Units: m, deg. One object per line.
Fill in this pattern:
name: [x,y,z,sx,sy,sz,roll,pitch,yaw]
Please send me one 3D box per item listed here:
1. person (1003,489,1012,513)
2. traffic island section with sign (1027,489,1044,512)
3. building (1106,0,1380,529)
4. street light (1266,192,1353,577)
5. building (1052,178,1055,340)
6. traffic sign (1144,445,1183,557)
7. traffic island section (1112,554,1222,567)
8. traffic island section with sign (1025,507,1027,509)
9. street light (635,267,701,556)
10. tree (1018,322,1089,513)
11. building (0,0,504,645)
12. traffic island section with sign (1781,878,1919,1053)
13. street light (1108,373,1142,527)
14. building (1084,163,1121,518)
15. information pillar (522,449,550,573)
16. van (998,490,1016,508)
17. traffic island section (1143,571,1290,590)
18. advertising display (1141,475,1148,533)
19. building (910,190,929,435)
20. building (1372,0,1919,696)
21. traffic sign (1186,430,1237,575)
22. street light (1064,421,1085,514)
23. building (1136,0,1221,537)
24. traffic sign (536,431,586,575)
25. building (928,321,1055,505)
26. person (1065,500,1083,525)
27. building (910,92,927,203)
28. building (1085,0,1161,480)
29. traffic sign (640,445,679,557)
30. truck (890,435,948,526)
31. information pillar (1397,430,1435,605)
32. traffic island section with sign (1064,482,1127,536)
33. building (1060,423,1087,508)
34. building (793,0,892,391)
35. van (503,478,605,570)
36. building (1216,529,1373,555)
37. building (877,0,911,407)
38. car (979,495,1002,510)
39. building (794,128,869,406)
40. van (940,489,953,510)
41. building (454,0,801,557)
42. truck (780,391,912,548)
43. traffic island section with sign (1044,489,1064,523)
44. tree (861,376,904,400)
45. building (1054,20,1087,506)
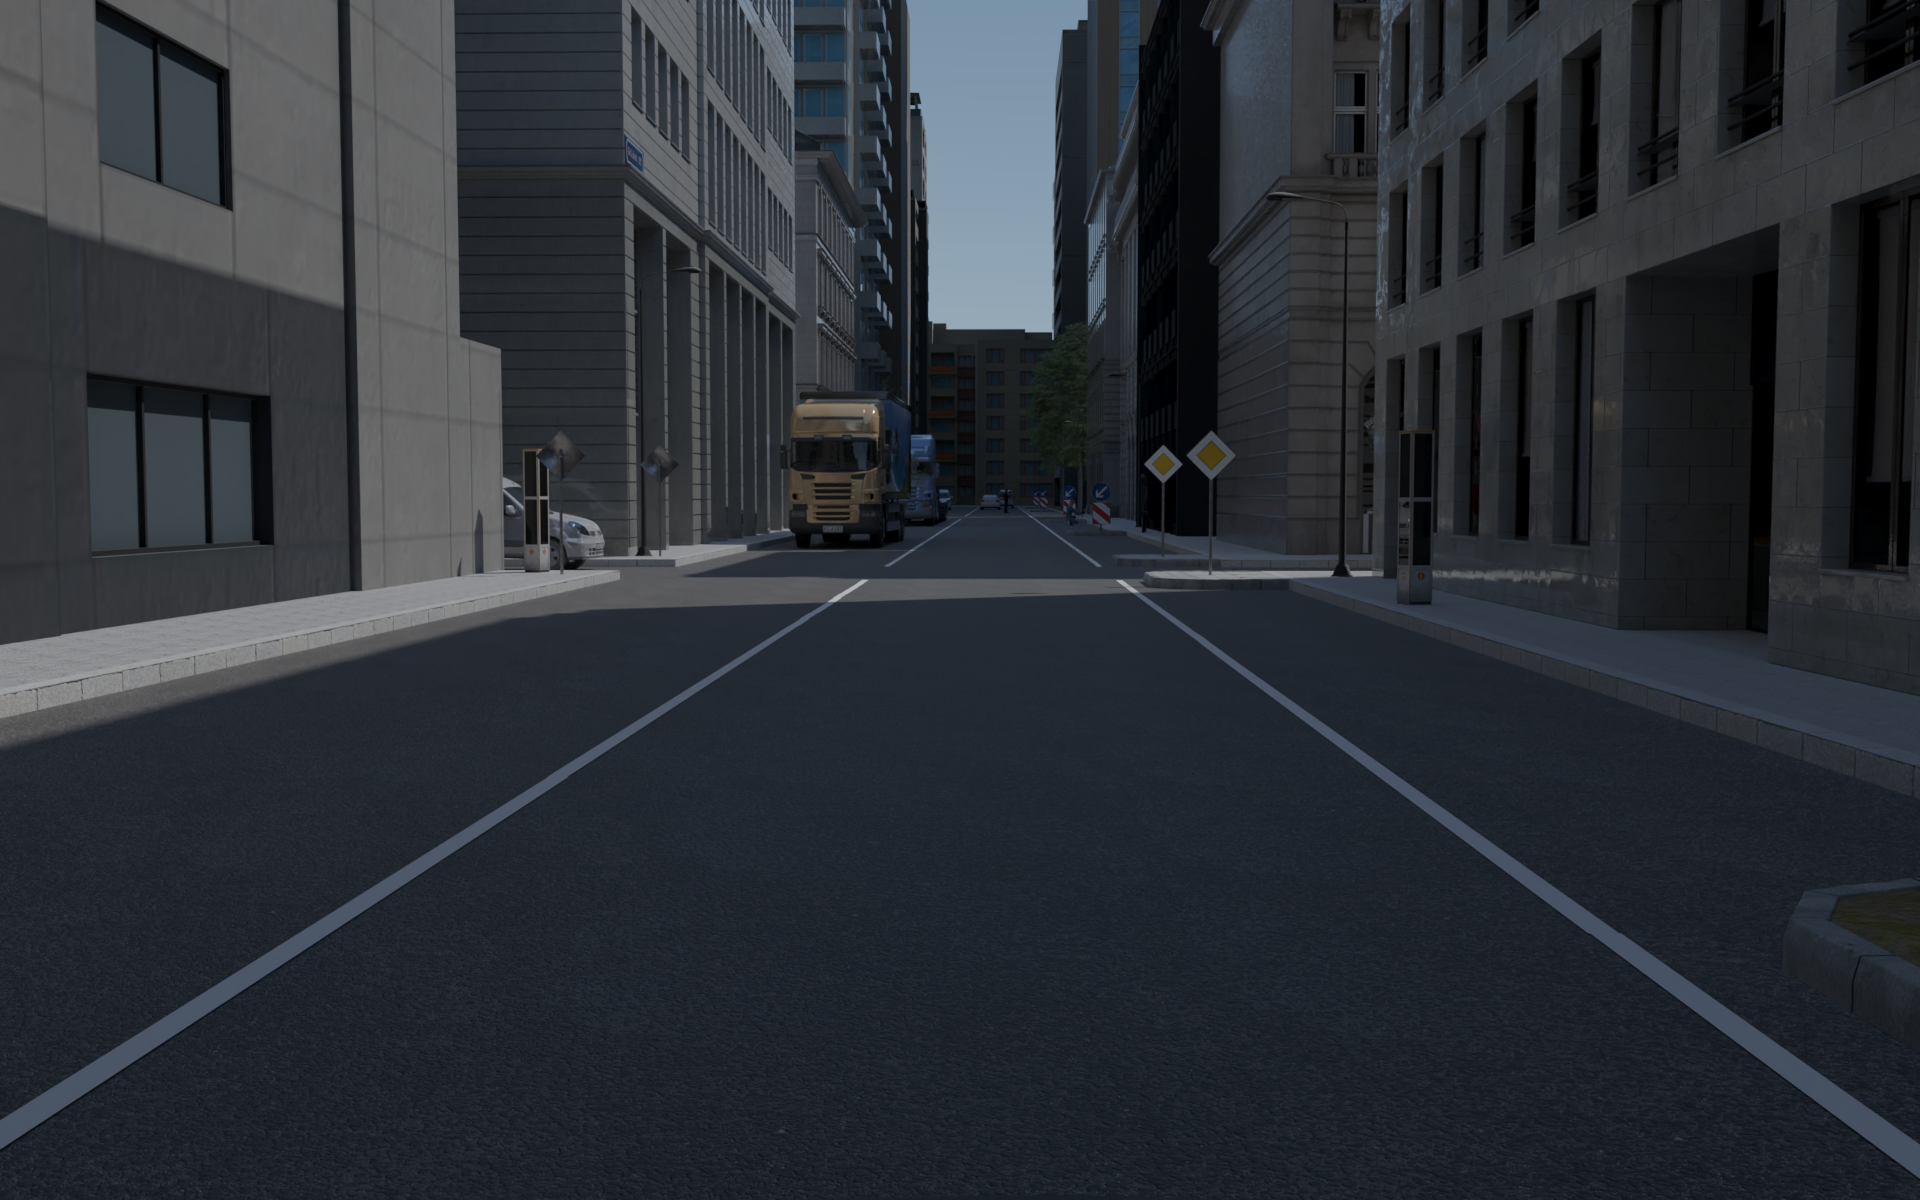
person: [3.543,-7.539,131.781,0.705,1.821,1.348,-2,4,-28]
traffic island section with sign: [6.523,-7.873,137.347,1.989,1.847,2.006,0,4,1]
building: [14.107,-14.573,80.076,13.314,21.916,24.055,0,4,1]
street light: [5.410,-3.320,26.823,1.470,5.913,1.316,0,4,1]
building: [17.930,-31.646,201.012,14.086,41.232,14.154,0,4,1]
traffic sign: [4.133,-1.934,35.266,0.795,2.450,0.064,0,4,1]
traffic island section: [4.156,-0.799,35.343,2.009,0.180,2.903,0,4,1]
traffic island section with sign: [7.153,-9.571,165.110,1.989,1.847,2.006,0,4,1]
street light: [-6.000,-3.858,35.624,1.470,5.913,1.316,0,4,1]
tree: [7.599,-12.041,114.995,7.486,12.596,7.792,0,3,0]
building: [-18.278,-35.416,17.302,20.611,71.187,20.563,0,4,1]
traffic island section with sign: [3.463,0.239,4.726,1.989,1.847,2.006,0,4,1]
street light: [6.384,-5.767,66.832,1.470,5.913,1.316,0,4,1]
building: [12.549,-15.420,101.267,9.793,20.994,18.267,0,4,1]
information pillar: [-6.941,-1.461,28.376,0.304,2.012,0.304,1,4,21]
van: [4.572,-10.185,173.531,2.013,2.044,4.112,0,4,1]
traffic island section: [3.972,-0.311,27.360,2.009,0.180,2.903,0,4,1]
advertising display: [6.120,-3.199,57.511,0.123,1.923,0.974,1,4,13]
building: [-10.232,-23.974,163.678,14.160,30.474,14.107,0,4,1]
building: [11.448,-9.984,17.991,10.420,20.320,16.860,0,4,1]
traffic sign: [3.948,-1.446,27.283,0.795,2.450,0.064,0,4,1]
street light: [7.295,-8.427,110.323,1.470,5.913,1.316,0,4,1]
building: [12.873,-14.045,59.311,12.332,23.373,15.834,0,4,1]
traffic sign: [-6.343,-1.462,27.540,0.795,2.450,0.064,0,4,1]
building: [-3.421,-22.198,207.981,28.899,21.520,27.650,0,4,1]
person: [5.170,-4.013,79.610,0.738,1.151,1.012,-1,4,-15]
building: [-10.467,-30.299,178.980,14.086,41.232,14.154,0,4,1]
building: [16.411,-29.055,125.155,14.600,45.320,14.200,0,4,1]
traffic sign: [-6.158,-1.950,35.523,0.795,2.450,0.064,0,4,1]
truck: [-2.147,-5.797,84.544,2.967,4.110,18.799,0,4,2]
information pillar: [5.292,-0.956,20.117,0.304,2.012,0.304,-1,4,-15]
traffic island section with sign: [4.738,-3.141,59.976,1.989,1.847,2.006,0,4,1]
building: [20.373,-51.050,147.343,22.319,86.520,31.000,0,4,1]
building: [-16.555,-30.958,125.779,23.786,49.044,30.456,0,4,1]
van: [-8.778,-1.560,32.515,4.112,2.044,2.013,0,4,3]
building: [18.520,-12.201,41.282,24.055,21.916,13.314,0,4,1]
building: [-11.496,-30.456,148.068,14.600,45.320,14.200,0,4,1]
car: [2.821,-9.007,159.629,2.083,1.381,4.827,0,4,2]
building: [-11.255,-14.307,84.829,10.553,20.767,40.483,0,4,1]
van: [-1.620,-9.083,155.518,2.013,2.044,4.112,0,3,0]
building: [-11.847,-16.635,49.481,11.434,29.767,29.804,0,4,1]
truck: [-3.038,-3.709,49.556,2.839,4.237,11.283,0,4,3]
traffic island section with sign: [5.351,-4.791,86.956,1.989,1.847,2.006,0,4,1]
tree: [-5.266,-9.699,108.938,4.360,8.622,3.978,0,3,0]
building: [20.551,-33.704,174.756,21.300,48.544,21.600,0,4,1]
